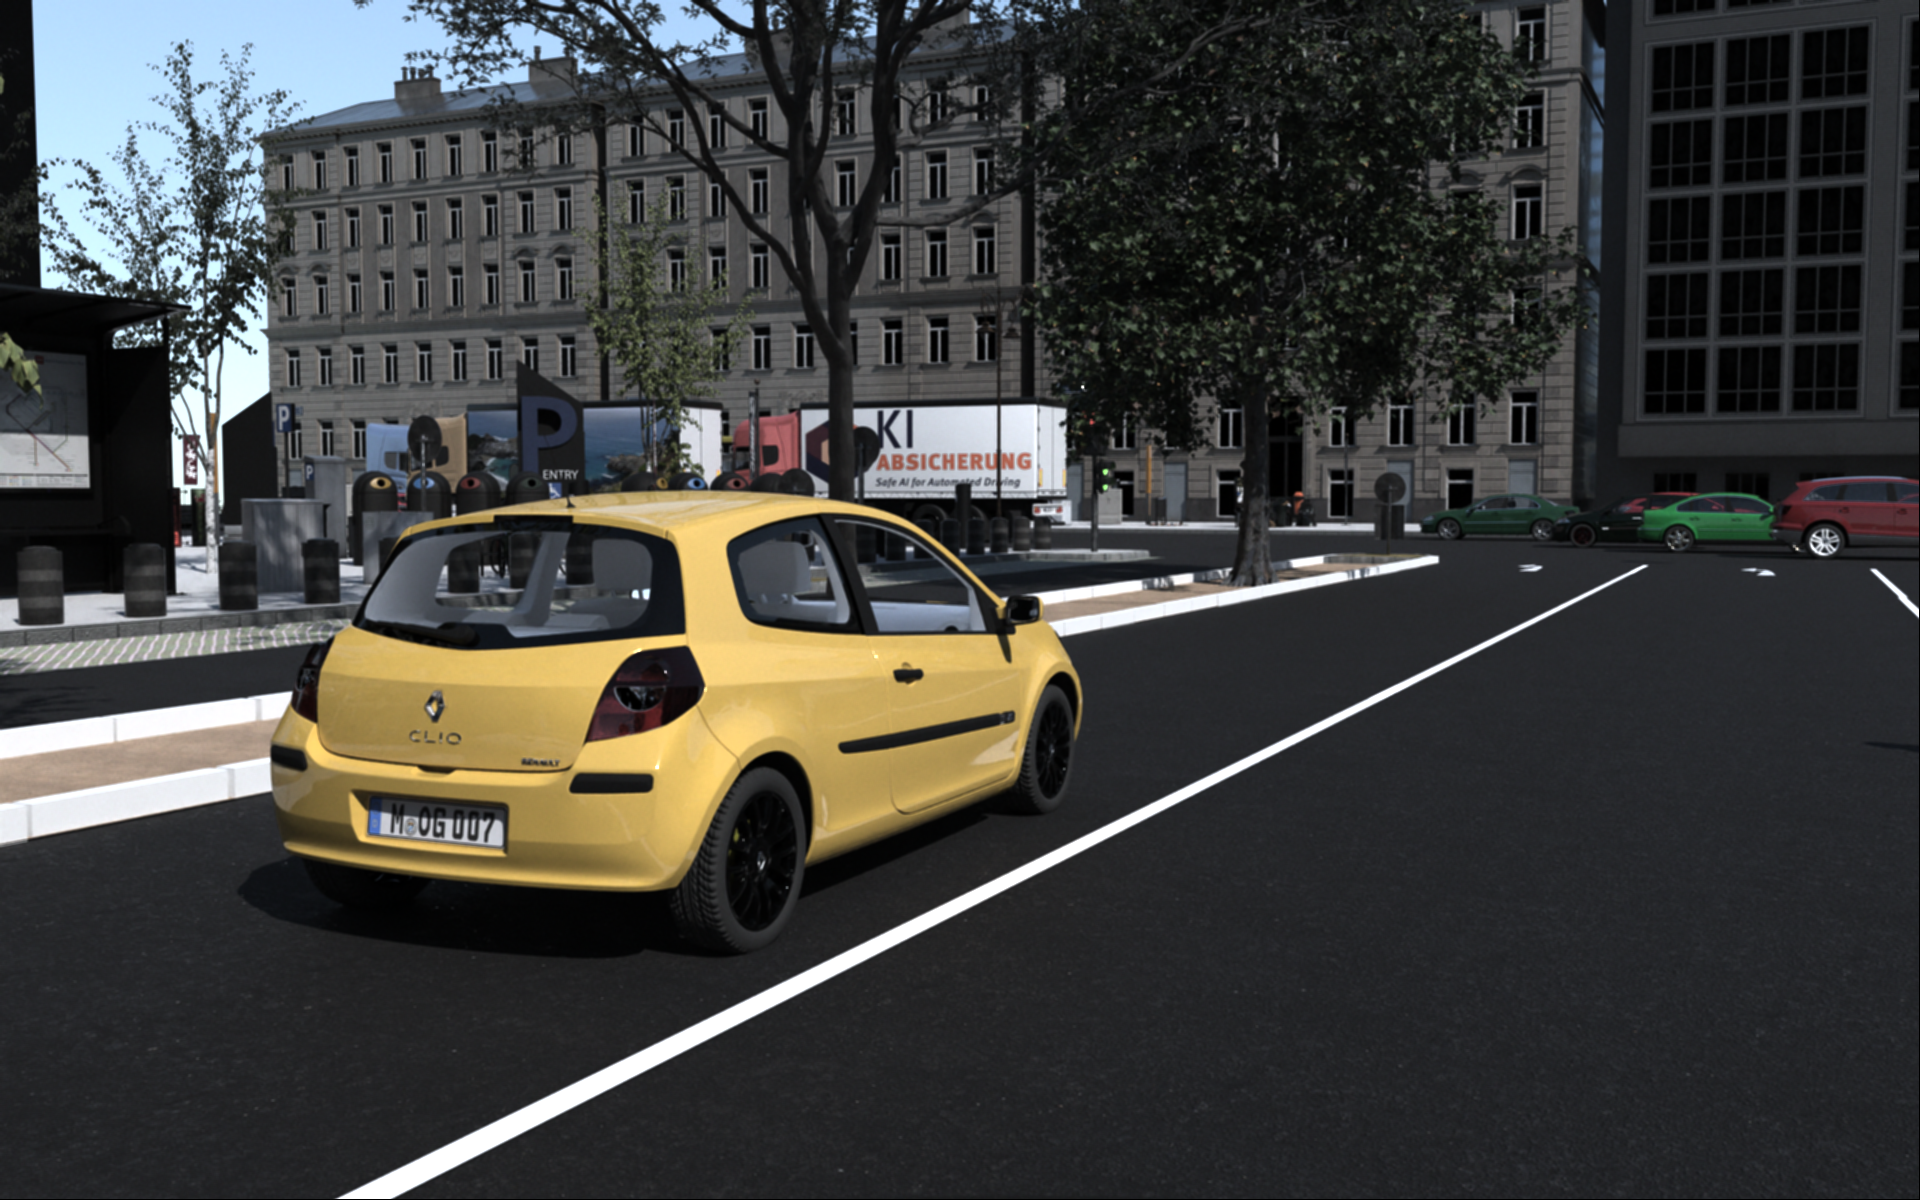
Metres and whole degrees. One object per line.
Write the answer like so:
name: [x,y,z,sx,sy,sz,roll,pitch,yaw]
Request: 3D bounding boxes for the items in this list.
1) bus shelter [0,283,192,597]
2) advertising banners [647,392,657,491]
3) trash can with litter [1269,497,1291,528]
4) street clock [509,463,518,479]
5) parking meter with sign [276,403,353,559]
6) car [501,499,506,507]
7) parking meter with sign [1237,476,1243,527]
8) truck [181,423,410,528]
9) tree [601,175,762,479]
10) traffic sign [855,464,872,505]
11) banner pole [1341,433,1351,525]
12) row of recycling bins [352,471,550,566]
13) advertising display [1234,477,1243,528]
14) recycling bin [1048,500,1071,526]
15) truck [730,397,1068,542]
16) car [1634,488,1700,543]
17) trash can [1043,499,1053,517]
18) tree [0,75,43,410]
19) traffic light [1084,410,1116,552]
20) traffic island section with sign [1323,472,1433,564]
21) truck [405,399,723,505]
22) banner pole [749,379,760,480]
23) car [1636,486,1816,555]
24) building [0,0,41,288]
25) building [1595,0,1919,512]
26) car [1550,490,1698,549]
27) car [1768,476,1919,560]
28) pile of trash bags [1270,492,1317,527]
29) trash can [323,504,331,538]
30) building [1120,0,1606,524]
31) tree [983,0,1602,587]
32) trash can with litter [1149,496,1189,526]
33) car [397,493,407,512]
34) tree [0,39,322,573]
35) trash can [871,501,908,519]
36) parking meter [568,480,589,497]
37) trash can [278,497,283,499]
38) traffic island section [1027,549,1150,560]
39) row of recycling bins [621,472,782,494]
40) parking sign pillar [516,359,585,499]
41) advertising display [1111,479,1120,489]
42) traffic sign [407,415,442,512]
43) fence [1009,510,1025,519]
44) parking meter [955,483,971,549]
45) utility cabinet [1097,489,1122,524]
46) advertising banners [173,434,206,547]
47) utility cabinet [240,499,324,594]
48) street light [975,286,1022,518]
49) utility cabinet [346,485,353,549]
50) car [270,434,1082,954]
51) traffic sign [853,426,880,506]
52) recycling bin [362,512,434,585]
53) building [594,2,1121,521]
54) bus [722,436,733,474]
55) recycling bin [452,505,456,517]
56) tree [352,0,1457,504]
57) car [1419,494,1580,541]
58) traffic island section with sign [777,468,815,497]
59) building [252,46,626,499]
bus shelter: [-11.665,-1.713,19.298,1.731,3.624,6.357,2,4,26]
advertising banners: [-5.188,-2.021,29.233,0.090,3.025,2.074,0,4,-7]
trash can with litter: [12.131,-3.364,66.383,1.055,1.170,0.624,-3,4,-38]
street clock: [-10.317,-2.197,40.499,0.471,2.002,0.358,3,5,44]
parking meter with sign: [-12.492,-2.318,34.159,0.543,3.016,1.738,3,5,40]
car: [-12.560,-2.502,50.495,3.694,1.707,1.945,2,4,24]
parking meter with sign: [11.433,-4.420,68.528,0.543,3.016,1.738,2,4,26]
truck: [-27.160,-4.851,69.073,18.799,4.110,2.967,2,4,25]
tree: [-7.101,-5.519,40.591,4.737,8.622,4.395,0,3,0]
traffic sign: [-2.270,-2.397,39.291,0.768,2.556,0.104,2,4,32]
banner pole: [15.962,-4.994,71.674,0.401,3.779,0.863,0,4,4]
row of recycling bins: [-9.158,-1.474,31.214,3.534,1.692,1.069,0,4,-4]
advertising display: [10.796,-3.699,65.699,0.974,1.923,0.123,-2,4,-35]
recycling bin: [4.031,-3.520,70.100,0.722,1.027,0.722,2,4,35]
truck: [-2.355,-3.938,53.300,11.283,4.237,2.839,2,4,25]
car: [21.415,-2.530,50.401,4.494,1.783,2.155,2,4,27]
trash can: [3.806,-3.966,76.504,0.748,1.137,0.748,0,3,0]
tree: [-4.631,-3.281,6.464,4.737,8.622,4.395,0,3,0]
traffic light: [3.006,-3.028,38.426,0.839,4.253,0.868,2,4,26]
traffic island section with sign: [8.806,-1.708,36.056,2.006,1.907,1.989,2,4,26]
truck: [-12.824,-3.996,54.246,11.283,4.237,2.839,2,4,25]
banner pole: [-4.436,-2.899,37.413,0.401,3.779,0.863,1,4,10]
car: [19.021,-2.044,42.208,4.718,1.807,1.959,2,4,25]
building: [-27.368,-12.290,30.620,15.834,23.373,12.332,2,4,26]
building: [39.678,-17.006,71.558,24.014,27.812,14.314,2,4,26]
car: [18.012,-2.235,46.323,4.222,1.686,2.009,2,4,24]
car: [20.661,-1.793,37.992,5.304,1.827,2.281,2,4,27]
pile of trash bags: [13.449,-3.661,69.608,1.912,1.369,3.447,1,4,16]
trash can: [-9.329,-0.794,24.643,0.748,1.137,0.748,0,3,0]
building: [16.814,-17.374,81.327,25.104,27.353,12.463,2,4,26]
tree: [4.621,-6.558,26.686,9.611,12.733,9.660,0,3,0]
trash can with litter: [8.555,-3.636,70.514,2.233,1.210,1.678,-2,4,-33]
car: [-20.301,-3.128,60.182,4.494,1.783,2.155,2,4,27]
tree: [-12.370,-4.743,27.915,4.360,8.622,3.978,0,3,0]
trash can: [-1.428,-1.445,35.282,0.748,1.137,0.748,0,3,0]
parking meter: [-6.874,-1.398,31.263,0.372,1.533,0.369,0,3,0]
trash can: [-34.404,-4.612,87.063,0.748,1.137,0.748,0,3,0]
traffic island section: [2.974,-0.997,38.577,2.009,0.180,2.903,2,4,26]
row of recycling bins: [-4.766,-1.572,32.809,3.534,1.692,1.069,-3,4,-37]
parking sign pillar: [-8.188,-2.828,34.707,1.447,3.967,1.447,-1,4,-16]
advertising display: [6.641,-4.203,73.935,0.123,1.923,0.974,-1,4,-11]
traffic sign: [-8.679,-1.708,28.034,0.768,2.556,0.104,2,4,29]
fence: [2.451,-3.894,79.044,0.278,0.683,2.069,-2,4,-28]
parking meter: [0.075,-1.967,40.578,0.372,1.533,0.369,0,3,0]
utility cabinet: [6.179,-3.904,72.509,1.173,1.500,0.318,1,4,16]
advertising banners: [-18.904,-2.773,41.520,0.090,3.025,2.074,2,4,35]
utility cabinet: [-8.857,-0.706,22.697,0.306,1.237,1.020,3,4,37]
street light: [0.867,-4.024,38.574,0.468,5.910,1.993,2,4,26]
utility cabinet: [-13.846,-1.921,40.084,1.173,1.500,0.318,-2,4,-23]
car: [-0.811,0.196,7.014,2.015,1.641,3.980,2,4,24]
traffic sign: [-1.849,-1.988,32.603,0.768,2.556,0.104,2,4,29]
recycling bin: [-7.995,-0.741,24.670,0.722,1.027,0.722,2,4,27]
building: [-5.595,-18.066,92.636,25.104,27.353,12.463,2,4,26]
bus: [-6.990,-4.428,63.945,12.252,3.916,2.896,2,4,24]
recycling bin: [-12.451,-1.752,41.202,0.722,1.027,0.722,3,5,41]
tree: [-1.058,-6.223,14.568,12.009,13.543,11.850,0,3,0]
car: [16.862,-2.583,54.034,4.920,1.459,2.131,2,4,25]
traffic island section with sign: [-2.745,-1.053,25.847,1.989,1.847,2.006,2,4,26]
building: [-28.277,-18.738,103.636,25.104,27.353,12.463,2,4,26]
